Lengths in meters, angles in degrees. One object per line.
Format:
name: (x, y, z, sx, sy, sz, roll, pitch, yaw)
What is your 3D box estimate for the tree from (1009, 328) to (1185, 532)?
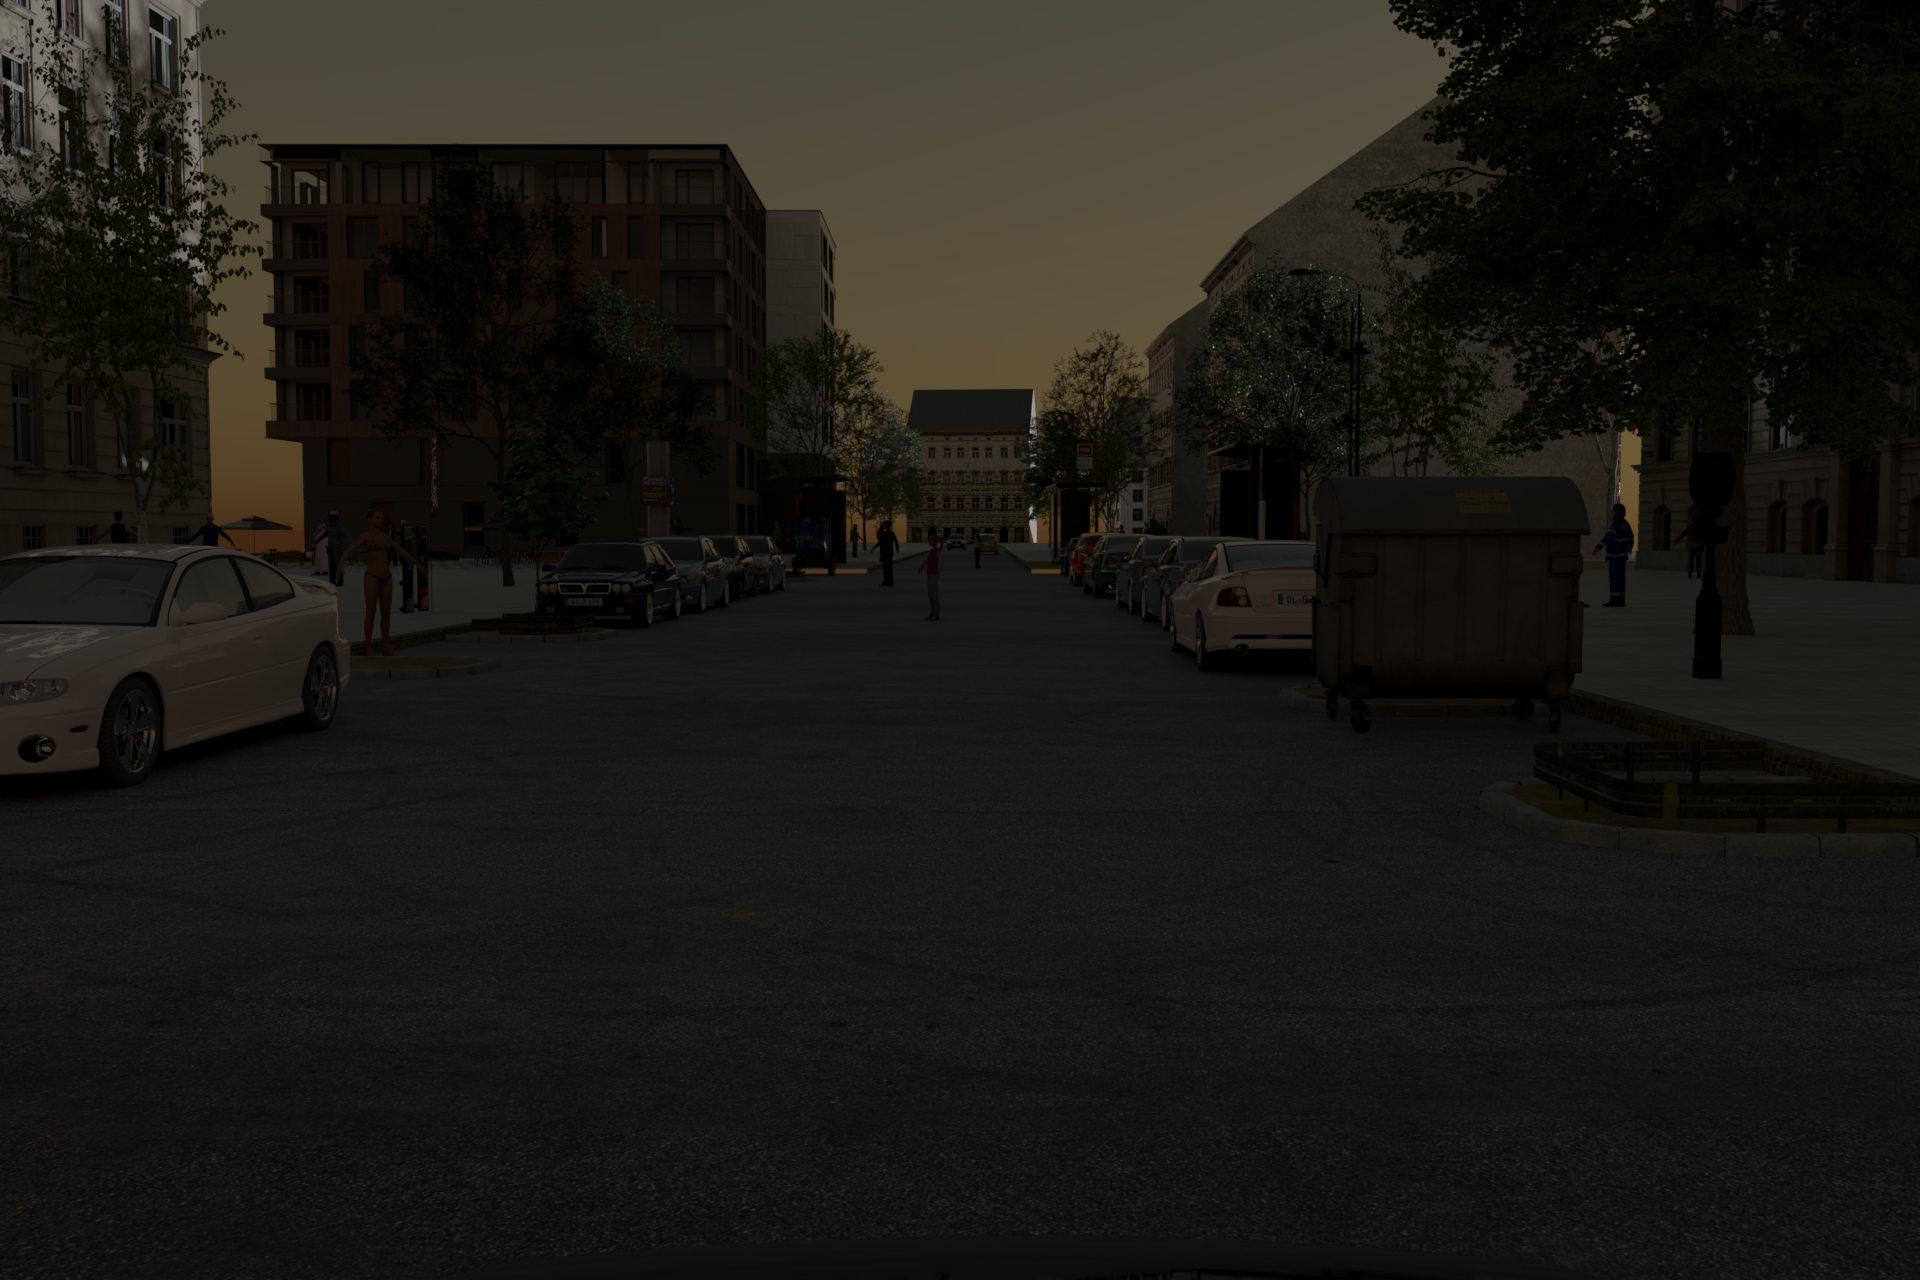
tree: (8.220, -11.755, 102.557, 12.009, 13.543, 11.850, 0, 3, 0)

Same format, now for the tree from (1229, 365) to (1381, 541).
tree: (16.335, -9.047, 82.331, 7.601, 10.594, 8.767, 1, 4, 9)

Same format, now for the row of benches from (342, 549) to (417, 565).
row of benches: (-24.322, -3.511, 72.872, 4.104, 0.672, 1.422, 1, 4, 16)

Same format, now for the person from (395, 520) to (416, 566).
person: (-22.600, -3.944, 70.342, 0.705, 1.847, 1.347, 3, 5, 41)

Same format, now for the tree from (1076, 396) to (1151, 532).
tree: (7.777, -8.729, 93.078, 4.360, 8.622, 3.978, 0, 3, 0)

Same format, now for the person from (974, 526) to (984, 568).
person: (0.830, -3.891, 72.541, 0.721, 1.772, 1.216, -1, 4, -10)

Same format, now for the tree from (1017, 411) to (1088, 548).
tree: (8.604, -14.714, 158.695, 7.486, 12.596, 7.792, 0, 3, 0)

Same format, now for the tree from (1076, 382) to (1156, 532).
tree: (7.350, -8.158, 83.744, 4.360, 8.622, 3.978, 0, 3, 0)

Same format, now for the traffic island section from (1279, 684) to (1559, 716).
traffic island section: (3.753, 0.504, 14.621, 1.991, 0.108, 1.994, 0, 4, 2)

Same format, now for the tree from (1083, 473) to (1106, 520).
tree: (20.175, -21.135, 255.932, 12.009, 13.543, 11.850, 0, 3, 0)

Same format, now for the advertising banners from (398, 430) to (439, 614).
advertising banners: (-8.958, -1.994, 28.784, 0.090, 3.025, 2.074, 0, 4, 1)

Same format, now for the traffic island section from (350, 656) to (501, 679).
traffic island section: (-5.930, 0.290, 18.122, 1.991, 0.108, 1.994, 0, 4, 2)

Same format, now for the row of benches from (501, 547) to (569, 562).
row of benches: (-19.858, -4.034, 81.424, 1.422, 0.672, 4.104, 3, 4, 37)

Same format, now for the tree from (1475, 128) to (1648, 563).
tree: (29.741, -13.594, 78.157, 12.611, 20.169, 13.585, 0, 3, 0)

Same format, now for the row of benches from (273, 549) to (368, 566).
row of benches: (-25.426, -3.320, 69.752, 4.104, 0.672, 1.422, -2, 4, -28)

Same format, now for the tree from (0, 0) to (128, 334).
tree: (-11.993, -4.162, 18.405, 4.360, 8.622, 3.978, 0, 3, 0)

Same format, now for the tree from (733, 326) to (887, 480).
tree: (-7.346, -9.767, 85.446, 9.928, 11.665, 9.643, 0, 3, 0)

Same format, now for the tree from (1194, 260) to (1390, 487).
tree: (12.780, -8.650, 67.189, 9.928, 11.665, 9.643, 0, 3, 0)

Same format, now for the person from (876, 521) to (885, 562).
person: (-3.505, -4.461, 78.715, 0.705, 1.856, 1.354, -1, 4, -18)

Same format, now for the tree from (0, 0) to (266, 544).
tree: (-11.382, -4.476, 23.541, 4.737, 8.622, 4.395, 0, 3, 0)

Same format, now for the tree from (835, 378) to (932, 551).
tree: (-7.549, -13.729, 134.833, 12.009, 13.543, 11.850, 0, 3, 0)

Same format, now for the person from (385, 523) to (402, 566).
person: (-22.639, -3.800, 68.852, 1.216, 1.740, 0.721, 0, 4, 2)

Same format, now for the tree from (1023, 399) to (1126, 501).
tree: (7.988, -11.273, 118.732, 7.601, 10.594, 8.767, -3, 5, -44)

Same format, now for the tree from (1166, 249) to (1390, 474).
tree: (10.472, -7.549, 57.840, 8.767, 10.594, 7.601, 3, 4, 39)

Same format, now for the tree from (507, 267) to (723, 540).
tree: (-11.818, -7.748, 61.099, 7.601, 10.594, 8.767, 1, 4, 9)

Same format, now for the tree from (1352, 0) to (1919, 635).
tree: (9.775, -7.042, 21.789, 9.857, 13.997, 8.962, 0, 3, 0)

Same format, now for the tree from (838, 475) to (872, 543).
tree: (-16.099, -19.861, 259.145, 7.601, 10.594, 8.767, 0, 4, 8)

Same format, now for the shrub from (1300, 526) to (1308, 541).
shrub: (14.417, -4.395, 75.901, 1.661, 2.075, 1.752, 0, 3, 0)

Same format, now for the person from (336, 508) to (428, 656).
person: (-6.734, -0.667, 20.160, 0.721, 1.733, 1.217, 3, 4, 37)

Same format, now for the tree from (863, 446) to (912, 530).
tree: (-6.645, -11.885, 144.680, 4.360, 8.622, 3.978, 0, 3, 0)

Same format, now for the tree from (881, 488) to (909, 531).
tree: (-7.169, -13.417, 169.727, 4.360, 8.622, 3.978, 0, 3, 0)

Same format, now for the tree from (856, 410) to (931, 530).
tree: (-6.116, -14.681, 158.166, 7.486, 12.596, 7.792, 0, 3, 0)

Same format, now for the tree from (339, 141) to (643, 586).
tree: (-11.419, -6.590, 42.163, 7.601, 10.594, 8.767, -1, 4, -21)

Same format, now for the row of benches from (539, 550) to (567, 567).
row of benches: (-14.356, -3.096, 66.077, 4.104, 0.672, 1.422, 1, 4, 20)

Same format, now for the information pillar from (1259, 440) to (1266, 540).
information pillar: (7.559, -3.179, 43.338, 0.183, 3.616, 0.504, 0, 4, 1)

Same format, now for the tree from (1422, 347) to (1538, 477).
tree: (19.958, -7.165, 67.509, 4.737, 8.622, 4.395, 0, 3, 0)

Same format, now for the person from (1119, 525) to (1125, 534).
person: (8.977, -5.539, 96.693, 0.704, 1.817, 1.347, -1, 4, -14)

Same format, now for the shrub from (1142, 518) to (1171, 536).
shrub: (8.431, -4.313, 74.929, 1.690, 2.028, 1.600, 0, 3, 0)

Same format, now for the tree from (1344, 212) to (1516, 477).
tree: (10.469, -5.455, 39.554, 4.737, 8.622, 4.395, 0, 3, 0)

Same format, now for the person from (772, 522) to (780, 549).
person: (-8.198, -4.344, 77.157, 0.705, 1.813, 1.348, -1, 4, -16)

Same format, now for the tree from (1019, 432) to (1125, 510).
tree: (8.997, -12.699, 142.043, 8.767, 10.594, 7.601, -1, 4, -18)

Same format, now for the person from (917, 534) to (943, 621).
person: (-0.496, -1.035, 28.647, 0.599, 1.433, 0.991, -1, 4, -21)

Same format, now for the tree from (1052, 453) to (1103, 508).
tree: (8.493, -10.946, 129.335, 4.737, 8.622, 4.395, 0, 3, 0)

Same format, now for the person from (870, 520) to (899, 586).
person: (-2.012, -2.380, 47.553, 0.705, 1.806, 1.347, 2, 4, 31)
